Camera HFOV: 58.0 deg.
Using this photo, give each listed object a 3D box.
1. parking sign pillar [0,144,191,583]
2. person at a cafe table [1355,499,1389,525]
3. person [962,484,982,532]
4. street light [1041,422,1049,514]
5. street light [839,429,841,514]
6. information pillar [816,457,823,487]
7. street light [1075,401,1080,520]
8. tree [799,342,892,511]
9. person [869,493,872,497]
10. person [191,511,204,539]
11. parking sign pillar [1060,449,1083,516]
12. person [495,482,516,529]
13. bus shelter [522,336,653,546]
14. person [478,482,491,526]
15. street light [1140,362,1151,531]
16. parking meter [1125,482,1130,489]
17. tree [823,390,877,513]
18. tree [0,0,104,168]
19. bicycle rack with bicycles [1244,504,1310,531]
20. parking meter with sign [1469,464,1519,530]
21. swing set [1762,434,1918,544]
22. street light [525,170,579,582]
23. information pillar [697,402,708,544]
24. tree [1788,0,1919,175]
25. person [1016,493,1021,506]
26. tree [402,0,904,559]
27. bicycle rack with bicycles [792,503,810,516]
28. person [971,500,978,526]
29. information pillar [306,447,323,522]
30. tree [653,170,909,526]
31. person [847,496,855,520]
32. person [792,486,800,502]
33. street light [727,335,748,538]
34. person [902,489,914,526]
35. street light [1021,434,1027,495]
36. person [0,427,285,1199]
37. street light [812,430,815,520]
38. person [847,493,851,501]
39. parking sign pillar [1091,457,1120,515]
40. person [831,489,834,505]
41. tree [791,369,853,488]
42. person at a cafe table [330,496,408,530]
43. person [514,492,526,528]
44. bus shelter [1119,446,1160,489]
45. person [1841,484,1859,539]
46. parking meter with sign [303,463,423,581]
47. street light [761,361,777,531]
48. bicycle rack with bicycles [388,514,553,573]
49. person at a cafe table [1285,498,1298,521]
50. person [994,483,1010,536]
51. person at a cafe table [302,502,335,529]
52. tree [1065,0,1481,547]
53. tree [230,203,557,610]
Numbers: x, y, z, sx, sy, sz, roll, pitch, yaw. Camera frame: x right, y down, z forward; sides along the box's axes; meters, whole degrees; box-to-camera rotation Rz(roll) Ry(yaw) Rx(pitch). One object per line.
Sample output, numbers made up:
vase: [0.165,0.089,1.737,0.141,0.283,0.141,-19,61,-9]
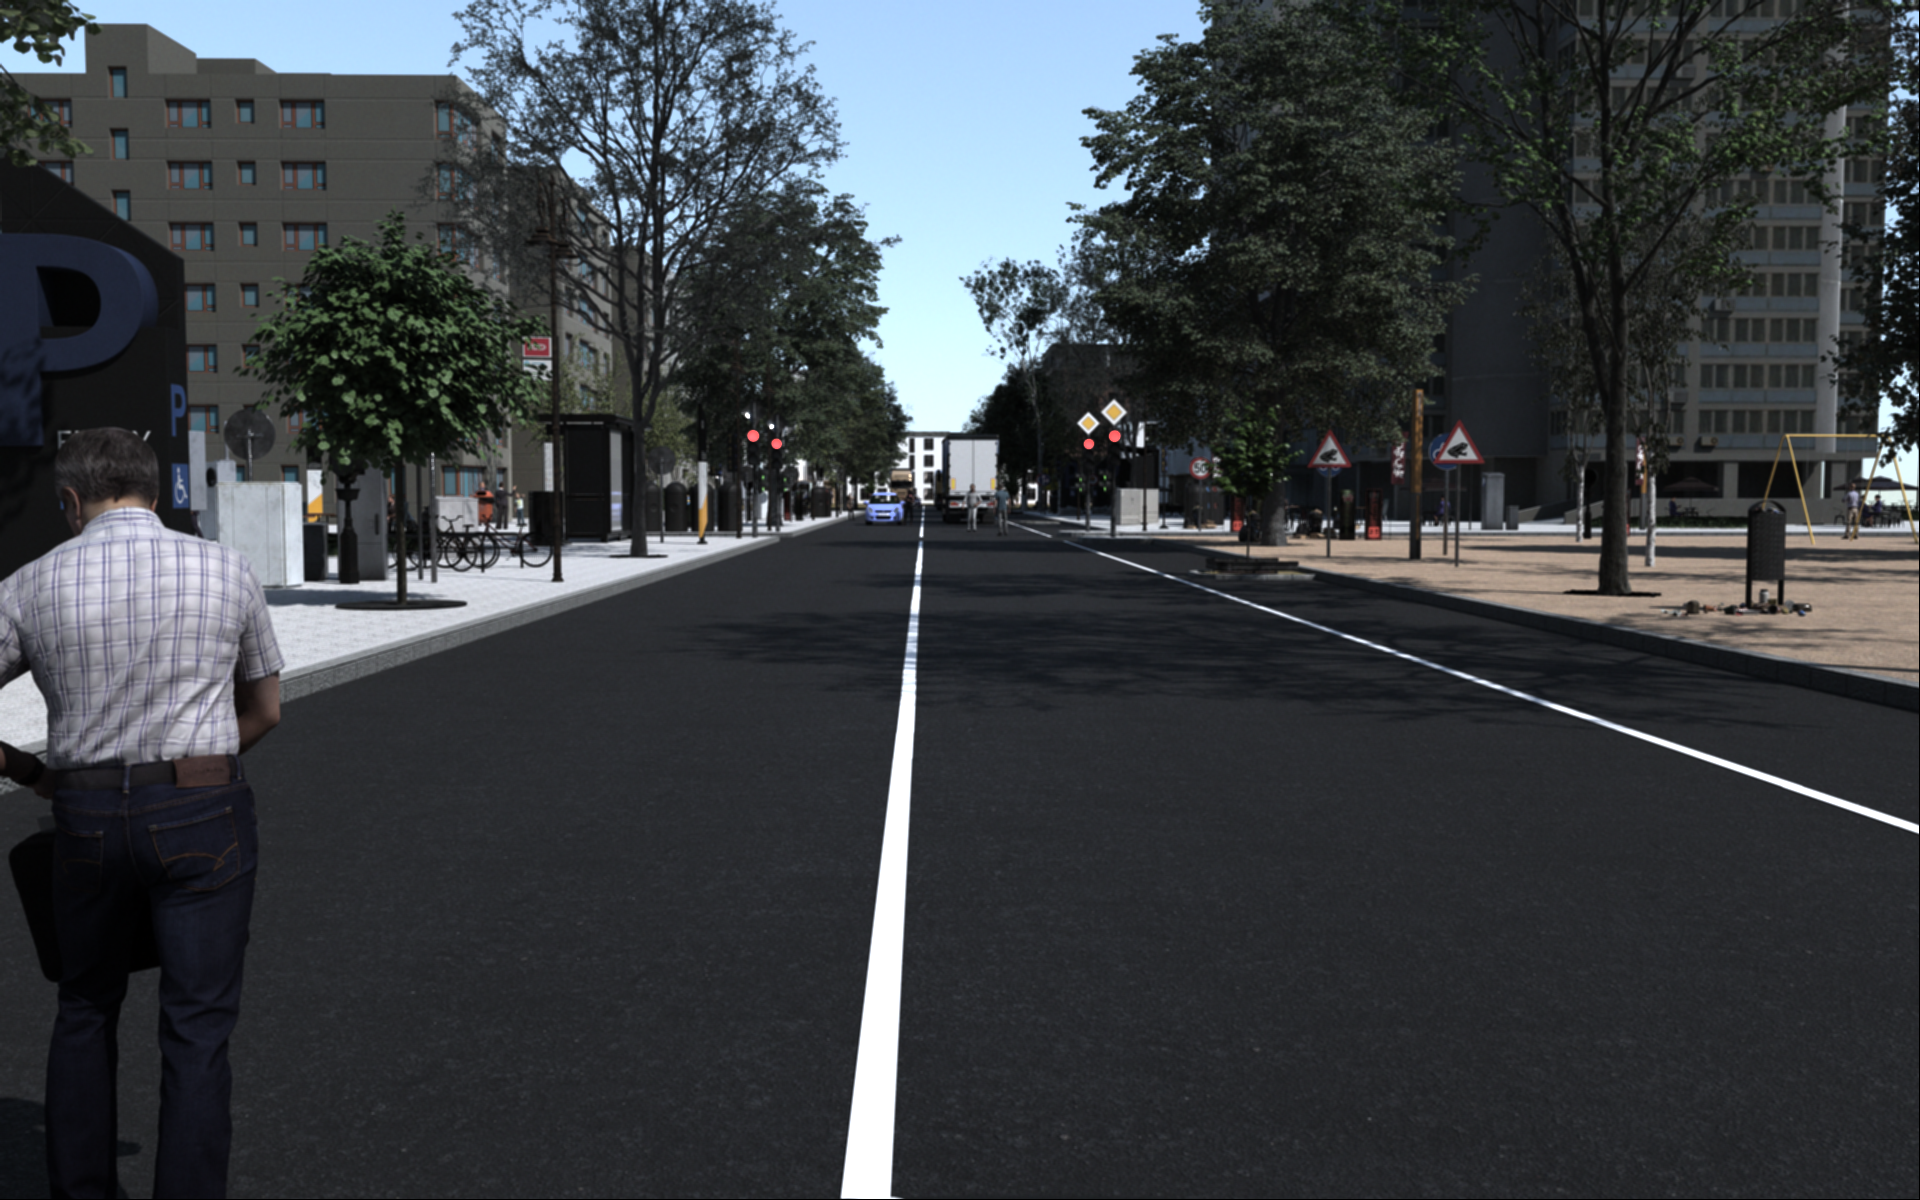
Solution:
parking sign pillar: [-6.629,-1.513,13.212,1.447,3.967,1.447,0,4,-5]
person at a cafe table: [17.045,-3.770,72.499,1.726,1.238,1.698,3,5,39]
person: [0.426,-3.476,65.479,0.875,1.805,0.789,0,4,2]
street light: [5.362,-8.353,109.358,0.468,5.910,1.993,0,4,-1]
street light: [-7.643,-8.416,110.384,0.468,5.910,1.993,0,4,-1]
information pillar: [-8.862,-7.232,109.604,0.504,3.616,0.183,-2,4,-30]
street light: [5.796,-6.840,84.618,0.468,5.910,1.993,0,4,-1]
tree: [-8.690,-12.887,128.829,7.486,12.596,7.792,0,3,0]
person: [-9.809,-11.140,191.421,0.421,1.427,0.697,2,4,30]
person: [-17.618,-2.000,39.658,0.541,1.710,0.530,3,5,45]
parking sign pillar: [6.656,-7.076,104.161,1.447,3.967,1.447,-2,4,-29]
person: [-16.553,-3.439,63.075,0.742,1.727,0.445,-2,4,-33]
bus shelter: [-10.053,-4.221,46.652,2.179,5.291,8.768,0,4,-1]
person: [-19.187,-3.867,69.826,0.434,1.755,0.990,2,4,27]
street light: [6.420,-5.336,60.030,0.468,5.910,1.993,0,4,-1]
parking meter: [8.029,-4.686,82.330,0.255,1.863,0.399,-1,4,-16]
tree: [-7.921,-10.203,117.184,4.360,8.622,3.978,0,3,0]
tree: [-6.136,-5.443,7.114,7.486,12.596,7.792,0,3,0]
bicycle rack with bicycles: [10.872,-2.856,60.075,2.852,0.926,2.925,0,4,5]
parking meter with sign: [19.012,-4.004,61.730,1.738,3.016,0.543,0,4,-3]
swing set: [22.944,-2.939,45.671,3.119,2.851,2.862,0,4,-6]
street light: [-5.894,-3.205,25.186,0.468,5.910,1.993,0,4,-1]
information pillar: [-6.608,-3.247,44.446,0.183,3.616,0.504,1,4,9]
tree: [8.088,-6.168,11.214,12.009,13.543,11.850,0,3,0]
person: [6.333,-11.334,191.354,1.348,1.824,0.705,-3,5,-44]
tree: [-6.356,-7.596,34.564,12.009,13.543,11.850,0,3,0]
bicycle rack with bicycles: [-9.813,-5.497,103.264,2.925,0.926,2.852,0,4,-5]
person: [0.530,-3.892,74.508,0.453,1.535,0.546,-2,4,-24]
information pillar: [-22.067,-4.147,59.165,0.504,3.616,0.183,-2,4,-25]
tree: [-7.501,-9.909,68.668,9.857,13.997,8.962,0,3,0]
person: [-5.930,-5.025,94.566,0.340,1.345,0.435,2,4,35]
person: [-9.221,-5.583,98.054,0.376,1.734,0.841,-2,4,-26]
street light: [-6.420,-4.729,50.101,0.468,5.910,1.993,0,4,-1]
person: [-2.372,-4.200,78.635,0.593,1.643,0.415,0,4,-8]
street light: [4.978,-9.857,133.950,0.468,5.910,1.993,0,4,-1]
person: [-1.553,0.462,3.161,0.614,1.554,0.590,-1,4,-23]
street light: [-7.239,-6.882,85.301,0.468,5.910,1.993,0,4,-1]
person: [-13.069,-11.935,204.370,0.799,1.438,0.628,1,4,17]
parking sign pillar: [9.164,-7.500,111.100,1.447,3.967,1.447,-3,4,-36]
person: [-15.164,-12.146,204.494,0.599,1.838,0.709,3,4,38]
tree: [-8.182,-9.098,99.121,4.737,8.622,4.395,0,3,0]
person at a cafe table: [-15.467,-2.150,46.019,1.698,1.238,1.726,2,4,32]
person: [-16.553,-3.378,65.177,0.435,1.345,0.340,-1,4,-9]
bus shelter: [8.881,-5.881,87.433,1.731,3.624,6.357,0,4,-1]
person: [25.463,-2.532,49.502,0.516,1.574,0.319,-1,4,-9]
parking meter with sign: [-8.881,-1.799,25.676,1.738,3.016,0.543,-1,4,-11]
street light: [-6.649,-5.352,60.285,0.468,5.910,1.993,0,4,-1]
bicycle rack with bicycles: [-8.722,-0.981,29.427,2.925,0.926,2.852,0,4,8]
person at a cafe table: [15.113,-4.300,81.164,1.698,1.238,1.726,1,4,18]
person: [1.441,-3.128,59.777,0.598,1.807,0.434,0,4,-8]
person at a cafe table: [-18.795,-2.487,49.185,1.622,1.524,1.698,-2,4,-33]
tree: [7.604,-8.289,42.175,9.857,13.997,8.962,0,3,0]
tree: [-6.463,-2.201,19.702,4.285,4.588,4.351,0,3,0]
